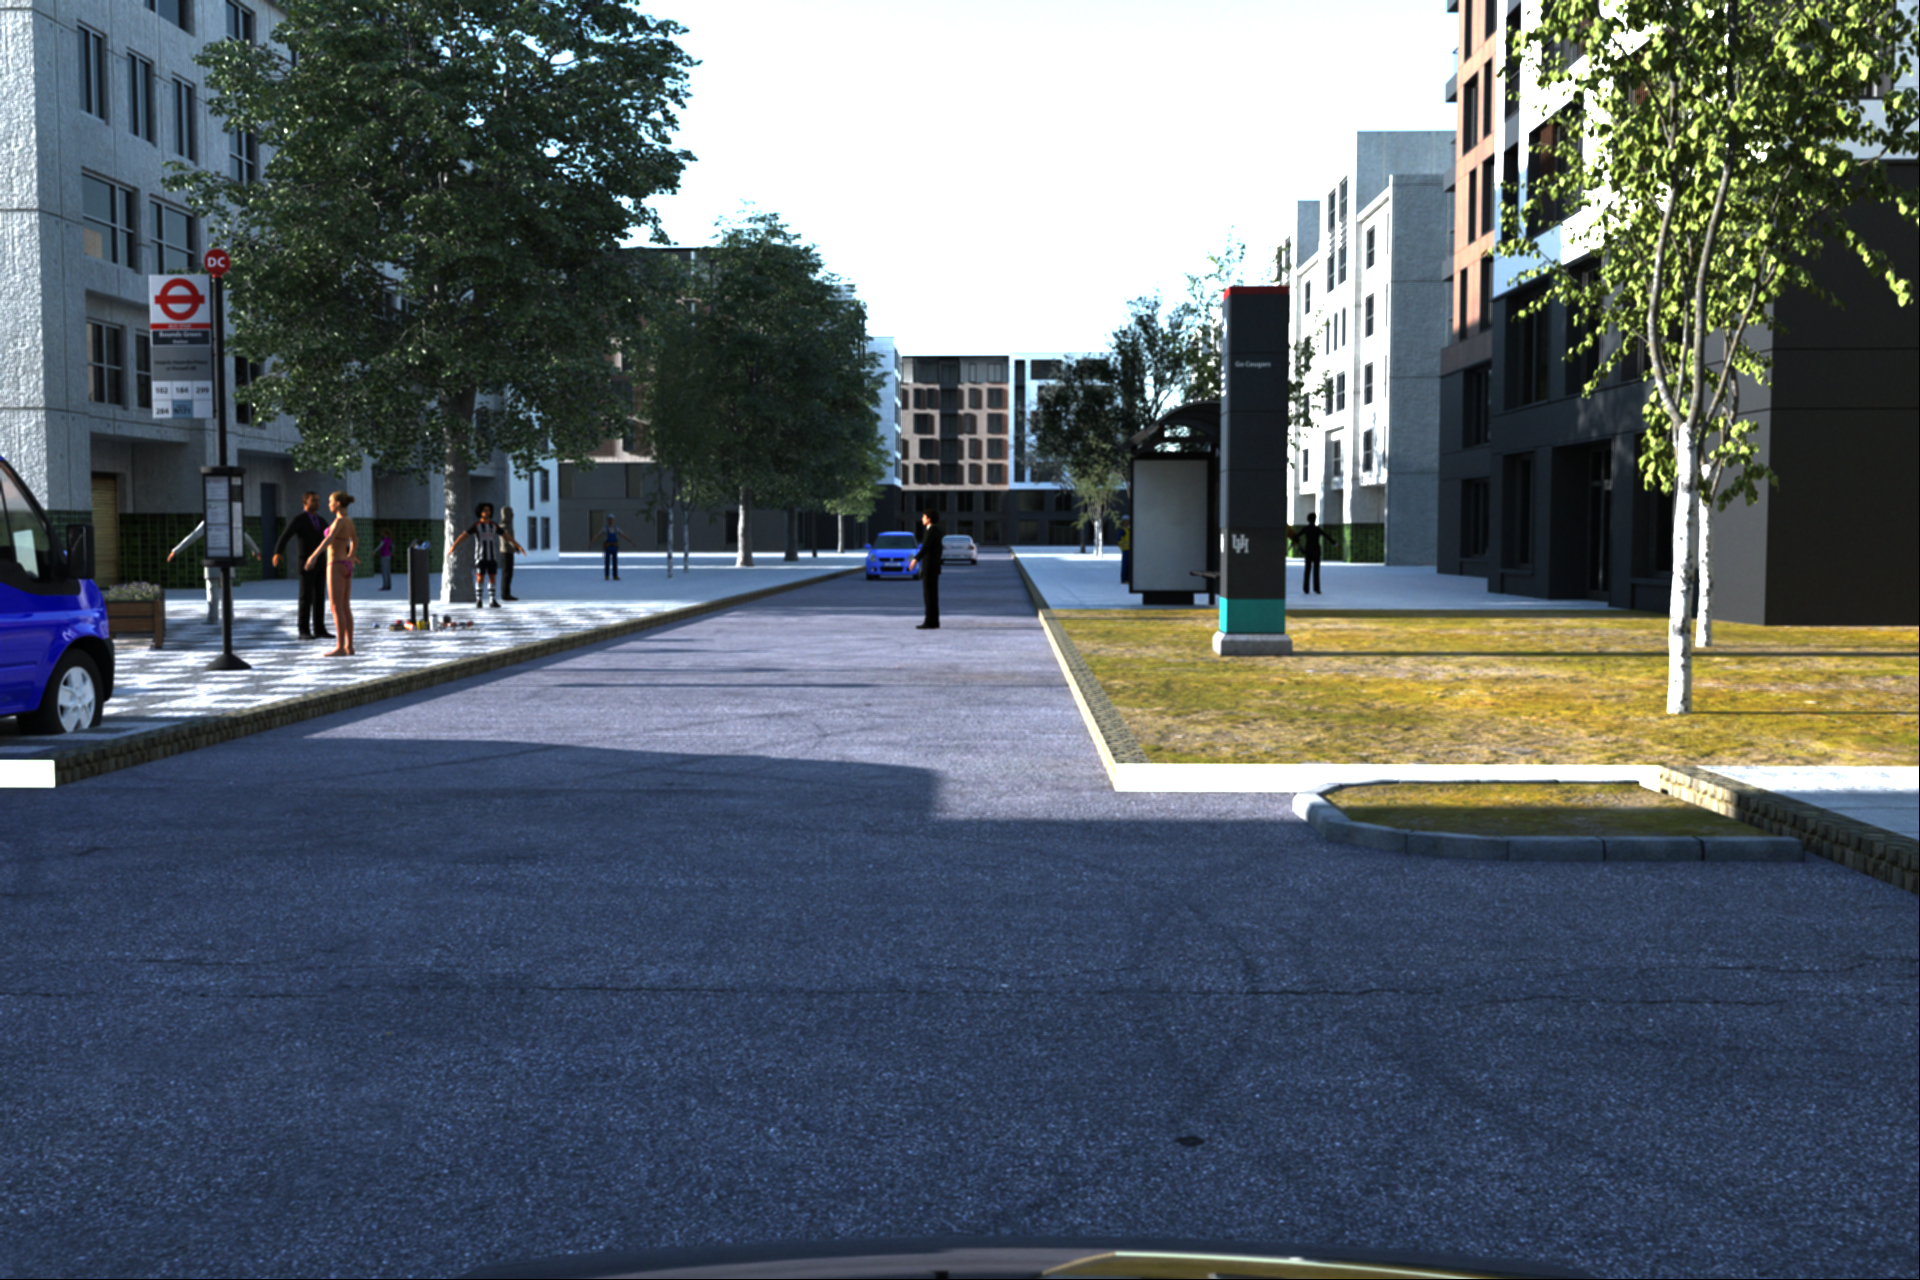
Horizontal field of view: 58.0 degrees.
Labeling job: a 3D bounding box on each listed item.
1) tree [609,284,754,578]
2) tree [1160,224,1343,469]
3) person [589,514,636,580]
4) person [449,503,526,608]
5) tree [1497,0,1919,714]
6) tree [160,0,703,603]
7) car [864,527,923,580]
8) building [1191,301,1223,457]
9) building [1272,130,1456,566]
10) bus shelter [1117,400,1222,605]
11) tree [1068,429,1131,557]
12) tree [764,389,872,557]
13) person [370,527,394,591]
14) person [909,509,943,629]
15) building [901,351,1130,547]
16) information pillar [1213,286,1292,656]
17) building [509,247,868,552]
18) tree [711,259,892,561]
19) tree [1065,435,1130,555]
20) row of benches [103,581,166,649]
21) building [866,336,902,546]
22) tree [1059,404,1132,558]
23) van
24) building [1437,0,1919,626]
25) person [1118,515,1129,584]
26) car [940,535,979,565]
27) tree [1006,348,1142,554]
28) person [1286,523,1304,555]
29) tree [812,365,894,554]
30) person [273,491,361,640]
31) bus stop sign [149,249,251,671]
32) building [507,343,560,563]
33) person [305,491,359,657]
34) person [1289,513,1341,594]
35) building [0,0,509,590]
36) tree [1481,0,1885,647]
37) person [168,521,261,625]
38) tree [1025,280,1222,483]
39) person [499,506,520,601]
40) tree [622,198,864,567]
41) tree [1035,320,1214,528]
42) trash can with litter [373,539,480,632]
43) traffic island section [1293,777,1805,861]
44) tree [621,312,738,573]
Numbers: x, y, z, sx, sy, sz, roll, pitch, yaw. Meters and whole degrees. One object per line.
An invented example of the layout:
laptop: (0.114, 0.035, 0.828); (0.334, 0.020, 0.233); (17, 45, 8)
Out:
tree: (-8.540, -6.084, 49.842); (4.360, 8.622, 3.978); (0, 3, 0)
tree: (7.005, -5.618, 42.218); (4.737, 8.622, 4.395); (0, 3, 0)
person: (-9.774, -2.611, 48.548); (1.347, 1.847, 0.705); (-2, 4, -29)
person: (-8.236, -1.467, 30.127); (1.345, 1.843, 0.704); (-2, 4, -32)
tree: (5.403, -3.781, 12.188); (4.737, 8.622, 4.395); (0, 3, 0)
tree: (-9.537, -7.675, 32.139); (9.857, 13.997, 8.962); (0, 3, 0)
car: (-2.034, -2.769, 54.865); (1.945, 1.707, 3.694); (0, 4, 2)
building: (28.449, -16.649, 138.661); (16.747, 18.905, 31.486); (0, 4, 2)
building: (25.936, -13.335, 84.490); (16.747, 18.905, 31.486); (0, 4, 2)
bus shelter: (3.817, -2.138, 28.876); (2.014, 3.302, 5.546); (0, 4, 1)
tree: (7.556, -9.001, 97.530); (4.360, 8.622, 3.978); (0, 3, 0)
tree: (-8.368, -9.871, 95.804); (7.601, 10.594, 8.767); (-3, 4, -36)
person: (-13.143, -1.847, 39.457); (0.599, 1.433, 0.991); (1, 4, 9)
person: (-0.469, -1.077, 26.256); (0.705, 1.806, 1.347); (1, 4, 15)
building: (3.803, -22.045, 206.869); (32.646, 21.610, 27.936); (0, 4, 2)
information pillar: (3.122, -1.777, 18.428); (0.750, 3.857, 0.750); (0, 4, 2)
building: (-22.647, -18.108, 140.047); (27.936, 21.610, 32.646); (0, 4, 2)
tree: (-8.030, -10.697, 81.551); (9.857, 13.997, 8.962); (0, 3, 0)
tree: (8.283, -9.425, 104.459); (4.360, 8.622, 3.978); (0, 3, 0)
row of benches: (-10.030, -0.343, 21.066); (1.422, 0.672, 4.104); (-2, 4, -24)
building: (-20.726, -20.354, 176.762); (27.936, 21.610, 32.646); (0, 4, 1)
tree: (7.606, -8.656, 91.895); (4.360, 8.622, 3.978); (0, 3, 0)
van: (-6.721, -0.316, 9.554); (2.240, 2.365, 5.245); (0, 4, 1)
building: (25.597, -11.948, 39.332); (27.936, 21.610, 32.646); (0, 4, 2)
person: (4.388, -2.350, 44.879); (0.721, 1.772, 1.216); (2, 4, 32)
car: (-0.133, -4.260, 82.011); (2.083, 1.381, 4.827); (0, 4, 0)
tree: (8.058, -12.470, 114.261); (12.009, 13.543, 11.850); (0, 3, 0)
person: (5.782, -1.596, 31.858); (1.354, 1.858, 0.705); (-1, 4, -21)
tree: (-8.034, -11.917, 112.970); (7.486, 12.596, 7.792); (0, 3, 0)
person: (-7.891, -0.912, 21.141); (0.704, 1.802, 1.346); (2, 4, 26)
bus stop sign: (-7.167, -1.689, 16.320); (0.855, 3.939, 0.416); (0, 4, 2)
building: (-23.686, -8.625, 83.167); (9.099, 9.664, 28.070); (0, 4, 1)
person: (-6.598, -0.699, 18.226); (0.721, 1.733, 1.217); (0, 4, 1)
person: (7.620, -1.869, 37.281); (1.216, 1.740, 0.721); (3, 4, 38)
building: (-25.711, -11.172, 49.125); (16.747, 18.905, 31.486); (0, 4, 1)
tree: (8.286, -4.228, 19.483); (4.737, 8.622, 4.395); (0, 3, 0)
person: (-10.496, -1.120, 24.499); (0.705, 1.806, 1.347); (3, 5, 39)
tree: (6.631, -7.951, 64.407); (8.767, 10.594, 7.601); (-1, 4, -11)
person: (-8.699, -1.667, 33.391); (0.705, 1.813, 1.348); (-2, 4, -24)
tree: (-8.443, -9.857, 67.814); (9.857, 13.997, 8.962); (0, 3, 0)
tree: (7.269, -8.569, 74.519); (8.767, 10.594, 7.601); (1, 4, 10)
trash can with litter: (-7.173, -0.775, 23.724); (1.678, 1.210, 2.233); (0, 4, 2)
traffic island section: (2.717, 0.873, 8.591); (1.991, 0.108, 1.994); (0, 4, 1)
tree: (-8.999, -6.543, 57.335); (4.360, 8.622, 3.978); (0, 3, 0)
